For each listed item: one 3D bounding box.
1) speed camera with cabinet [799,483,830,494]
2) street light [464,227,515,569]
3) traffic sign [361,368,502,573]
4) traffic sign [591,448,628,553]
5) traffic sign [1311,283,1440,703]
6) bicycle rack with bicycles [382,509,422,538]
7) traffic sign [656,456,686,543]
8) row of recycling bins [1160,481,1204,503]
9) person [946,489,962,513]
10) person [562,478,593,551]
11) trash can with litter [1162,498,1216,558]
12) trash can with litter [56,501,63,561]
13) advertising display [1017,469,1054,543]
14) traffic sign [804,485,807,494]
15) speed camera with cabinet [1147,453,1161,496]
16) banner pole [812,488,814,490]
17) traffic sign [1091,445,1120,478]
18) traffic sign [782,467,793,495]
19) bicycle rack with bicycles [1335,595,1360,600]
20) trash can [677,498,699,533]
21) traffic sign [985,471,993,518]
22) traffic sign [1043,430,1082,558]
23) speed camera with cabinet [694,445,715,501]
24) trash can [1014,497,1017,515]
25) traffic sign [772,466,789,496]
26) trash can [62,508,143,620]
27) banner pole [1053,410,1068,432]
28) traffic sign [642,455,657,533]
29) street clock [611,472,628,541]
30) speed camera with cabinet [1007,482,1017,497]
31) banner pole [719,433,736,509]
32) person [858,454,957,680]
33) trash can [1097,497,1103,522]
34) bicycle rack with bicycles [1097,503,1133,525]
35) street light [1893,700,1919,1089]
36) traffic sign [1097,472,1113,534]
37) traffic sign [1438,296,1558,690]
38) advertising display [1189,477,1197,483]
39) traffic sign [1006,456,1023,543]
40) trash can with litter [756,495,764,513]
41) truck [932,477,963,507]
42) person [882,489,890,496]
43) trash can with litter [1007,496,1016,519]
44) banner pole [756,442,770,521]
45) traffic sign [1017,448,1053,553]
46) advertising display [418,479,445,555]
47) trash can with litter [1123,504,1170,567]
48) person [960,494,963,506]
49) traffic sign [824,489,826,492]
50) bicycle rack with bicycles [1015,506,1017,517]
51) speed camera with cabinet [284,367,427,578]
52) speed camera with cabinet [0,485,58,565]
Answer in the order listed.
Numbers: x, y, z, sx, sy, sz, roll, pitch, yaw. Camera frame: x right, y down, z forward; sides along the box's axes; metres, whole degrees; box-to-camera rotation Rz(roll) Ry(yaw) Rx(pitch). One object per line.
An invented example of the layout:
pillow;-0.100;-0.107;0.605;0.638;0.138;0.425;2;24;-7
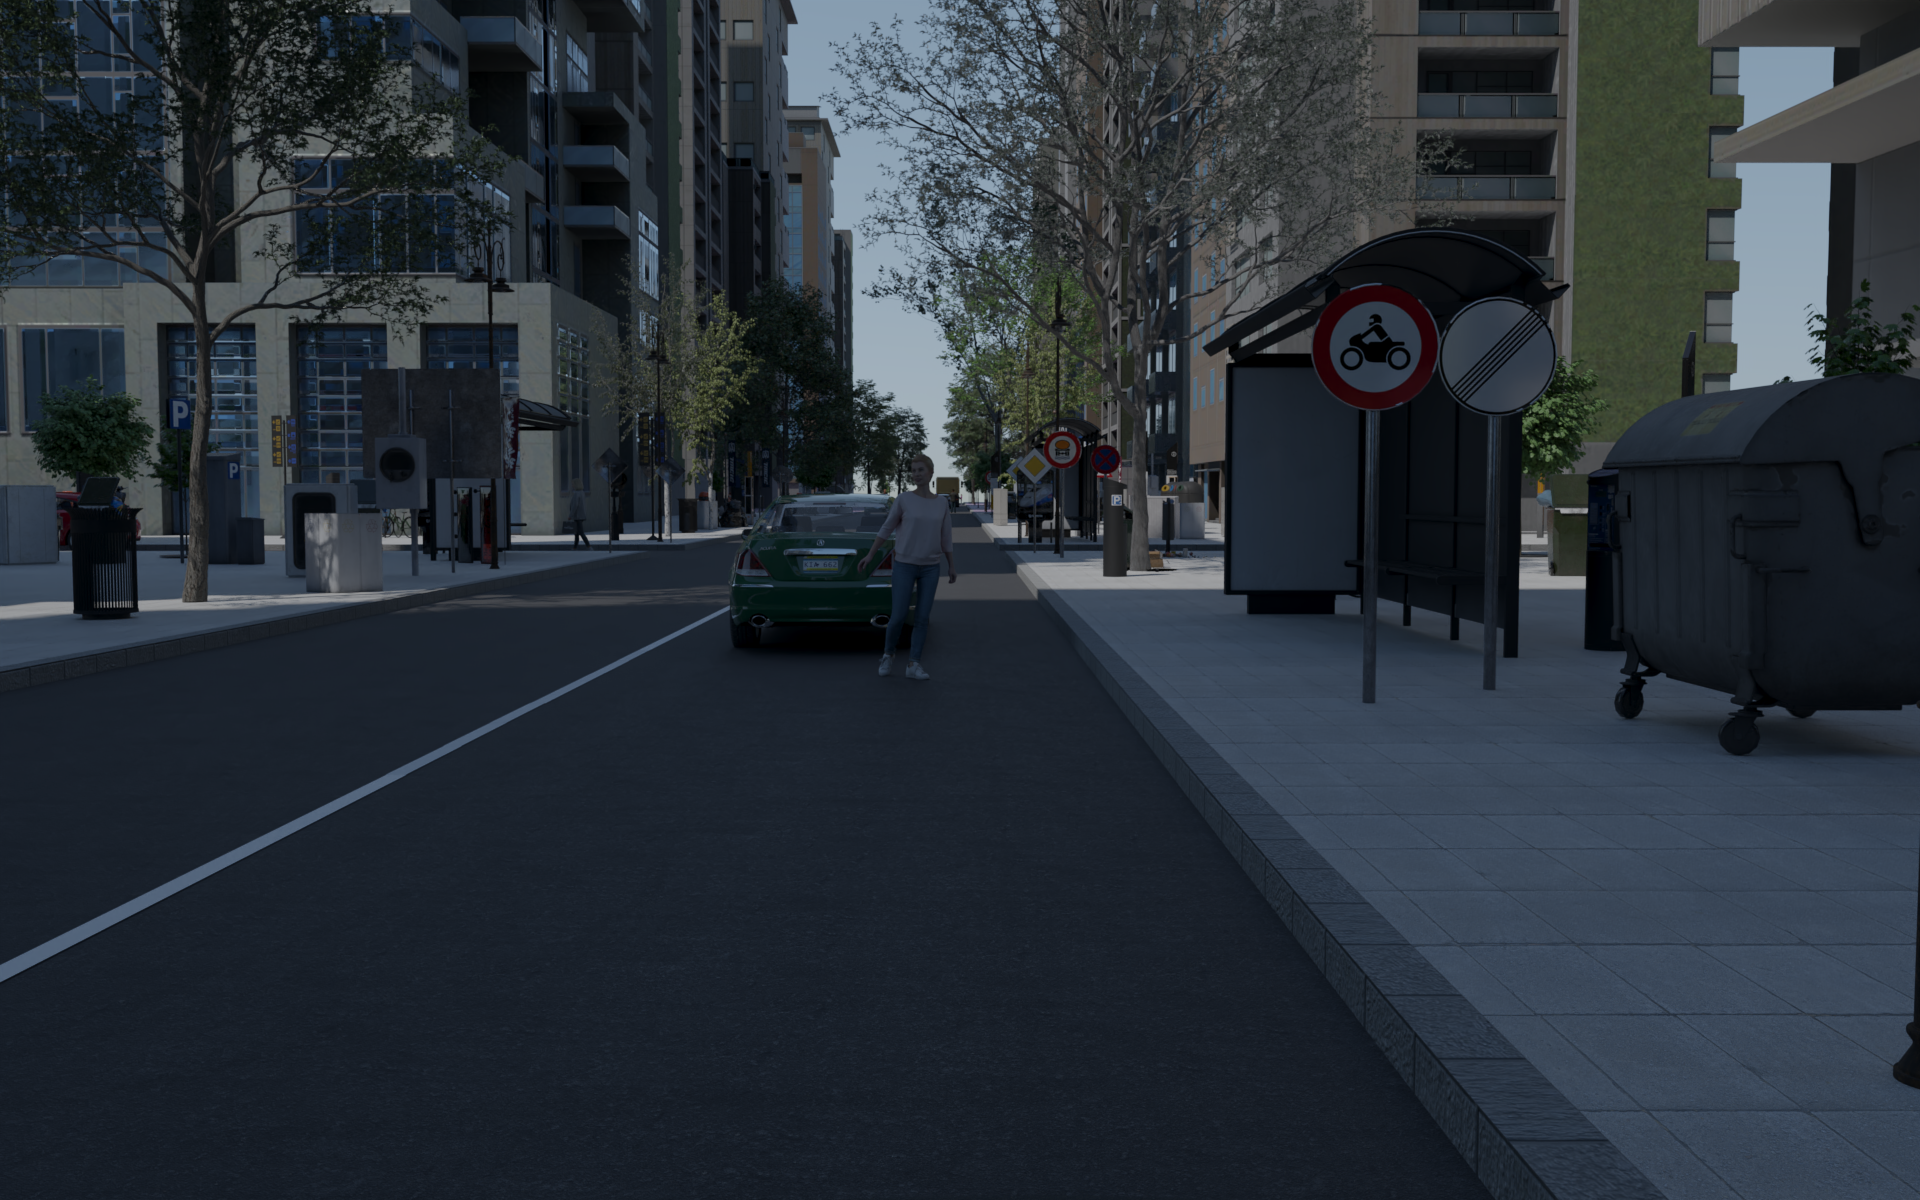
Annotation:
speed camera with cabinet;-9.479;-7.247;112.829;2.038;3.252;0.660;-2;4;-32
street light;-7.979;-3.470;29.515;0.468;5.910;1.993;0;3;0
traffic sign;-8.576;-2.095;28.122;2.265;3.308;0.079;0;4;1
traffic sign;-7.579;-2.070;37.489;0.795;2.450;0.064;0;3;0
traffic sign;2.515;-0.640;10.572;0.768;2.556;0.104;0;4;5
bicycle rack with bicycles;-16.613;-2.329;51.461;2.852;0.926;2.925;-3;4;-37
traffic sign;-7.596;-2.559;45.474;0.795;2.450;0.064;0;3;0
row of recycling bins;7.341;-3.053;57.024;1.069;1.692;3.534;0;4;-4
person;-0.502;-7.518;131.449;1.348;1.821;0.705;0;4;-1
person;-8.933;-1.945;40.489;0.728;1.800;0.709;1;4;11
trash can with litter;4.386;-1.510;35.752;1.678;1.210;2.233;0;4;4
trash can with litter;-17.515;-1.301;32.665;1.055;1.170;0.624;0;4;1
advertising display;1.967;-2.450;45.269;0.974;1.923;0.123;0;4;0
traffic sign;-9.852;-6.771;110.811;0.768;2.556;0.104;0;4;8
speed camera with cabinet;9.813;-5.546;85.010;2.038;3.252;0.660;-3;4;-36
banner pole;-10.510;-7.978;120.453;0.863;3.779;0.401;-1;4;-12
traffic sign;3.752;-2.727;44.696;0.768;2.556;0.104;0;4;7
traffic sign;-8.276;-5.012;82.049;0.768;2.556;0.104;0;4;2
bicycle rack with bicycles;5.462;-0.516;21.816;2.925;0.926;2.852;1;4;14
trash can;-8.941;-2.771;56.961;0.748;1.137;0.748;0;3;0
traffic sign;1.732;-5.716;93.558;0.768;2.556;0.104;0;4;5
traffic sign;2.053;-2.121;34.791;0.768;2.556;0.104;0;4;2
speed camera with cabinet;-10.401;-4.666;70.620;0.660;3.252;2.038;0;4;0
trash can;3.419;-5.360;99.286;0.748;1.137;0.748;0;3;0
traffic sign;-8.028;-4.727;77.385;0.768;2.556;0.104;0;4;6
trash can;-8.808;-0.378;17.838;0.748;1.137;0.748;0;3;0
banner pole;2.965;-3.770;51.659;0.401;3.779;0.863;-2;4;-35
traffic sign;-10.087;-3.474;56.912;0.768;2.556;0.104;0;4;5
street clock;-9.533;-2.641;47.753;0.471;2.002;0.358;3;5;44
speed camera with cabinet;3.543;-7.409;115.466;0.660;3.252;2.038;3;5;45
banner pole;-9.392;-4.926;70.565;0.863;3.779;0.401;3;5;42
person;-0.455;-0.264;13.493;0.731;1.740;0.598;-2;4;-27
trash can;6.062;-4.028;77.514;0.748;1.137;0.748;0;3;0
bicycle rack with bicycles;6.172;-3.656;73.154;2.852;0.926;2.925;-3;4;-38
street light;2.139;-1.885;3.604;0.468;5.910;1.993;0;3;0
traffic sign;4.425;-3.380;55.259;0.884;2.594;0.081;0;4;4
traffic sign;3.475;-0.684;11.290;0.768;2.556;0.104;0;4;1
advertising display;8.623;-3.608;64.204;0.123;1.923;0.974;0;4;-2
traffic sign;1.599;-2.558;45.473;0.795;2.450;0.064;0;3;0
trash can with litter;-13.833;-6.642;119.656;1.678;1.210;2.233;0;4;2
truck;-1.352;-11.942;191.181;3.469;3.379;9.791;0;4;-1
person;-5.728;-7.573;132.458;1.348;1.807;0.705;-1;4;-19
trash can with litter;2.688;-4.719;88.538;0.624;1.170;1.055;-1;4;-11
banner pole;-9.406;-5.676;82.815;0.863;3.779;0.401;2;4;33
traffic sign;1.615;-2.070;37.488;0.795;2.450;0.064;0;3;0
advertising display;-11.328;-1.943;36.989;0.123;1.923;0.974;2;4;24
trash can with litter;3.127;-1.157;30.307;1.055;1.170;0.624;0;4;0
person;0.104;-12.364;213.875;0.599;1.433;0.991;-1;4;-18
traffic sign;-9.358;-7.337;120.058;0.768;2.556;0.104;0;4;5
bicycle rack with bicycles;3.409;-5.138;97.393;2.925;0.926;2.852;-1;4;-10
speed camera with cabinet;-9.367;-1.988;26.843;2.038;3.252;0.660;0;4;-6
speed camera with cabinet;-17.373;-2.249;31.104;0.660;3.252;2.038;2;4;30
